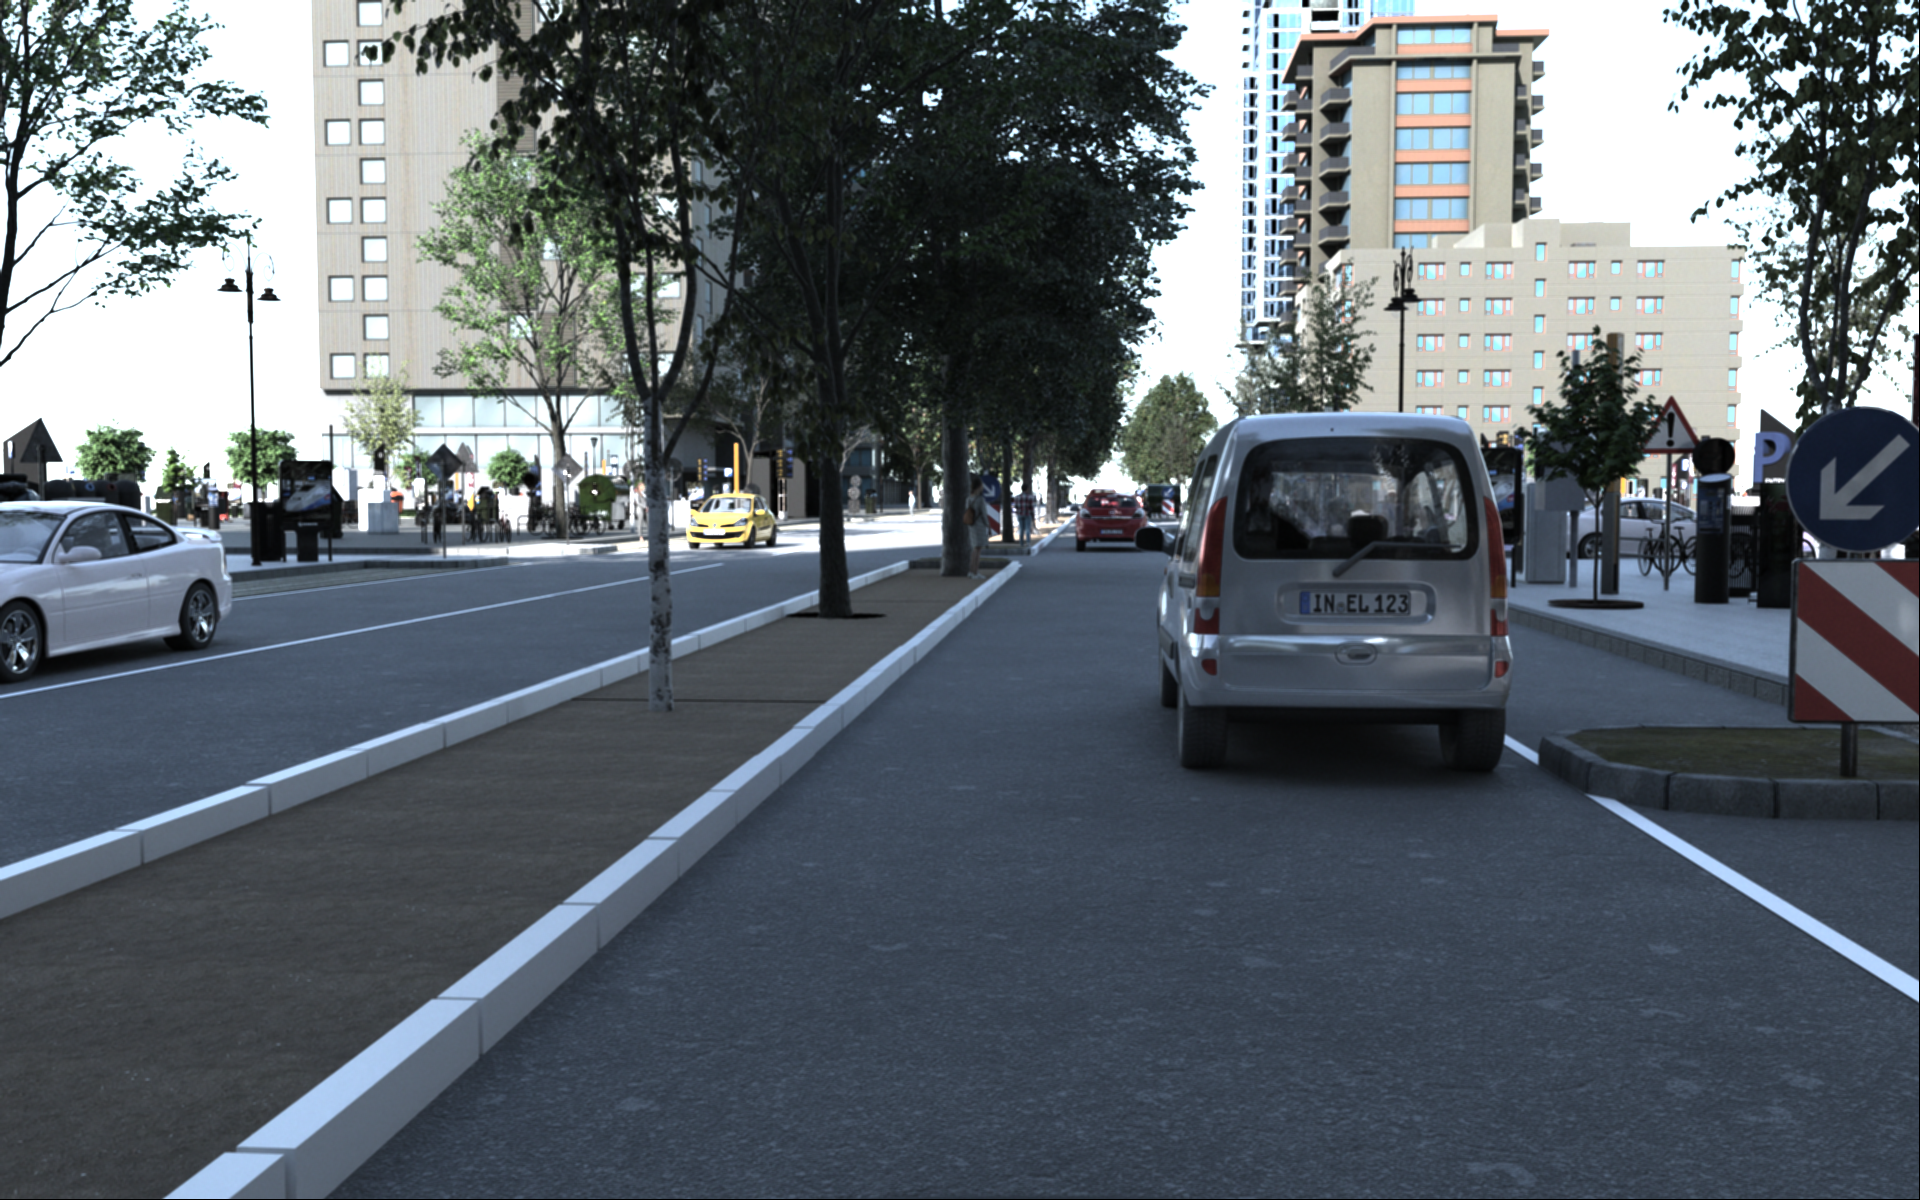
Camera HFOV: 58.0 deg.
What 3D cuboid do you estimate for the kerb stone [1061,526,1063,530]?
[{"bbox_3d":[3.693,-2.603,64.754,0.120,0.150,1.000,0,4,5],"label":"kerb stone"}]

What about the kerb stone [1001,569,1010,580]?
[{"bbox_3d":[0.693,-0.379,28.462,0.120,0.150,1.000,0,4,5],"label":"kerb stone"}]

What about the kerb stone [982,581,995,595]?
[{"bbox_3d":[0.360,-0.133,24.373,0.120,0.150,1.000,0,4,5],"label":"kerb stone"}]

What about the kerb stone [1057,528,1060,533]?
[{"bbox_3d":[3.347,-2.353,60.666,0.120,0.150,1.000,0,4,5],"label":"kerb stone"}]

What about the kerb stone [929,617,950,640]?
[{"bbox_3d":[-0.230,0.307,17.183,0.120,0.150,1.000,0,4,5],"label":"kerb stone"}]

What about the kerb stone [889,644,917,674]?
[{"bbox_3d":[-0.487,0.495,14.121,0.120,0.150,1.000,0,4,5],"label":"kerb stone"}]

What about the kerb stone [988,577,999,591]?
[{"bbox_3d":[0.448,-0.195,25.391,0.120,0.150,1.000,0,4,5],"label":"kerb stone"}]

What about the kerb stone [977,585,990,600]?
[{"bbox_3d":[0.275,-0.070,23.344,0.120,0.150,1.000,0,4,5],"label":"kerb stone"}]

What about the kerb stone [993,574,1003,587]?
[{"bbox_3d":[0.524,-0.254,26.411,0.120,0.150,1.000,0,4,5],"label":"kerb stone"}]

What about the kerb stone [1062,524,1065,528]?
[{"bbox_3d":[3.927,-2.791,67.824,0.120,0.150,1.000,0,4,5],"label":"kerb stone"}]

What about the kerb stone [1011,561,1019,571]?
[{"bbox_3d":[0.953,-0.571,31.524,0.120,0.150,1.000,0,4,5],"label":"kerb stone"}]

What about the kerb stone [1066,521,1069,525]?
[{"bbox_3d":[4.526,-3.226,74.979,0.120,0.150,1.000,0,4,5],"label":"kerb stone"}]

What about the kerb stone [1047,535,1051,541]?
[{"bbox_3d":[2.507,-1.729,50.467,0.120,0.150,1.000,0,4,5],"label":"kerb stone"}]

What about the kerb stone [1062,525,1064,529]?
[{"bbox_3d":[3.851,-2.727,66.792,0.120,0.150,1.000,0,4,5],"label":"kerb stone"}]

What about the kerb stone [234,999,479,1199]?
[{"bbox_3d":[-1.322,1.119,3.900,0.120,0.150,1.000,0,4,5],"label":"kerb stone"}]

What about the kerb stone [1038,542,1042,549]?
[{"bbox_3d":[1.921,-1.292,43.314,0.120,0.150,1.000,0,4,5],"label":"kerb stone"}]

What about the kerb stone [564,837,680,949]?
[{"bbox_3d":[-1.151,0.997,5.950,0.120,0.150,1.000,0,4,5],"label":"kerb stone"}]

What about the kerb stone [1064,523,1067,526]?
[{"bbox_3d":[4.188,-2.976,70.879,0.120,0.150,1.000,0,4,5],"label":"kerb stone"}]

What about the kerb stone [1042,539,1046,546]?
[{"bbox_3d":[2.169,-1.479,46.379,0.120,0.150,1.000,0,4,5],"label":"kerb stone"}]

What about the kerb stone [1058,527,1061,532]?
[{"bbox_3d":[3.424,-2.413,61.698,0.120,0.150,1.000,0,4,5],"label":"kerb stone"}]

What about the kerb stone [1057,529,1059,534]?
[{"bbox_3d":[3.266,-2.290,59.647,0.120,0.150,1.000,0,4,5],"label":"kerb stone"}]

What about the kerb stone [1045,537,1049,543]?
[{"bbox_3d":[2.345,-1.604,48.426,0.120,0.150,1.000,0,4,5],"label":"kerb stone"}]

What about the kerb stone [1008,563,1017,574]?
[{"bbox_3d":[0.869,-0.508,30.505,0.120,0.150,1.000,0,4,5],"label":"kerb stone"}]

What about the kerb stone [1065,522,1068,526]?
[{"bbox_3d":[4.354,-3.103,72.934,0.120,0.150,1.000,0,4,5],"label":"kerb stone"}]

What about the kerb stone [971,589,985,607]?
[{"bbox_3d":[0.198,-0.007,22.310,0.120,0.150,1.000,0,4,5],"label":"kerb stone"}]

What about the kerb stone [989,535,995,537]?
[{"bbox_3d":[1.168,-2.295,59.808,0.120,0.150,1.000,0,4,5],"label":"kerb stone"}]

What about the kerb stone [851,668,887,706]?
[{"bbox_3d":[-0.649,0.619,12.083,0.120,0.150,1.000,0,4,5],"label":"kerb stone"}]

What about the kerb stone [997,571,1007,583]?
[{"bbox_3d":[0.611,-0.321,27.436,0.120,0.150,1.000,0,4,5],"label":"kerb stone"}]

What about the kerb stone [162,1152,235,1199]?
[{"bbox_3d":[-1.413,1.182,2.876,0.120,0.150,1.000,0,4,5],"label":"kerb stone"}]

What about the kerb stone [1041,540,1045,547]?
[{"bbox_3d":[2.083,-1.416,45.351,0.120,0.150,1.000,0,4,5],"label":"kerb stone"}]

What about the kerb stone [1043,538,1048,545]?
[{"bbox_3d":[2.255,-1.541,47.398,0.120,0.150,1.000,0,4,5],"label":"kerb stone"}]

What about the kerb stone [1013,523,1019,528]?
[{"bbox_3d":[2.510,-3.291,76.158,0.120,0.150,1.000,0,4,5],"label":"kerb stone"}]

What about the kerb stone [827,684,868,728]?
[{"bbox_3d":[-0.732,0.681,11.064,0.120,0.150,1.000,0,4,5],"label":"kerb stone"}]

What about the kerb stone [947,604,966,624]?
[{"bbox_3d":[-0.066,0.181,19.236,0.120,0.150,1.000,0,4,5],"label":"kerb stone"}]

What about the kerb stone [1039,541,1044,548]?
[{"bbox_3d":[2.001,-1.353,44.333,0.120,0.150,1.000,0,4,5],"label":"kerb stone"}]

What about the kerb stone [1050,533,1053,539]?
[{"bbox_3d":[2.679,-1.854,52.511,0.120,0.150,1.000,0,4,5],"label":"kerb stone"}]

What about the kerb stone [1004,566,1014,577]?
[{"bbox_3d":[0.784,-0.445,29.486,0.120,0.150,1.000,0,4,5],"label":"kerb stone"}]

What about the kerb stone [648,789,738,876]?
[{"bbox_3d":[-1.068,0.931,6.976,0.120,0.150,1.000,0,4,5],"label":"kerb stone"}]

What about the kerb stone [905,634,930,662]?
[{"bbox_3d":[-0.392,0.434,15.144,0.120,0.150,1.000,0,4,5],"label":"kerb stone"}]

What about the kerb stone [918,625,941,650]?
[{"bbox_3d":[-0.312,0.371,16.164,0.120,0.150,1.000,0,4,5],"label":"kerb stone"}]

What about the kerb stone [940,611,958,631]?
[{"bbox_3d":[-0.151,0.249,18.210,0.120,0.150,1.000,0,4,5],"label":"kerb stone"}]

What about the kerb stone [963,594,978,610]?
[{"bbox_3d":[0.100,0.056,21.277,0.120,0.150,1.000,0,4,5],"label":"kerb stone"}]

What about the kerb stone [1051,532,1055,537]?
[{"bbox_3d":[2.843,-1.974,54.550,0.120,0.150,1.000,0,4,5],"label":"kerb stone"}]

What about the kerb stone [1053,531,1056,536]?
[{"bbox_3d":[2.919,-2.041,55.569,0.120,0.150,1.000,0,4,5],"label":"kerb stone"}]

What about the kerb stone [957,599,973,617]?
[{"bbox_3d":[0.027,0.119,20.254,0.120,0.150,1.000,0,4,5],"label":"kerb stone"}]

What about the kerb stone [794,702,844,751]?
[{"bbox_3d":[-0.820,0.743,10.045,0.120,0.150,1.000,0,4,5],"label":"kerb stone"}]

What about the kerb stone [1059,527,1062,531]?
[{"bbox_3d":[3.517,-2.478,62.718,0.120,0.150,1.000,0,4,5],"label":"kerb stone"}]

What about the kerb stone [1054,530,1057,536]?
[{"bbox_3d":[3.006,-2.104,56.593,0.120,0.150,1.000,0,4,5],"label":"kerb stone"}]

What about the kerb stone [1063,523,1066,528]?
[{"bbox_3d":[4.101,-2.915,69.861,0.120,0.150,1.000,0,4,5],"label":"kerb stone"}]

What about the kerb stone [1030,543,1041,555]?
[{"bbox_3d":[1.834,-1.229,42.296,0.120,0.150,1.000,0,4,5],"label":"kerb stone"}]

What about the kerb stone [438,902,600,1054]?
[{"bbox_3d":[-1.237,1.060,4.926,0.120,0.150,1.000,0,4,5],"label":"kerb stone"}]

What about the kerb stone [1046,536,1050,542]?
[{"bbox_3d":[2.427,-1.667,49.449,0.120,0.150,1.000,0,4,5],"label":"kerb stone"}]

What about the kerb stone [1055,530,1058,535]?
[{"bbox_3d":[3.090,-2.166,57.611,0.120,0.150,1.000,0,4,5],"label":"kerb stone"}]

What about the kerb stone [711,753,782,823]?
[{"bbox_3d":[-0.985,0.868,8.003,0.120,0.150,1.000,0,4,5],"label":"kerb stone"}]

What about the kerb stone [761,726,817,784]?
[{"bbox_3d":[-0.898,0.810,9.022,0.120,0.150,1.000,0,4,5],"label":"kerb stone"}]

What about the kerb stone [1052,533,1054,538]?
[{"bbox_3d":[2.758,-1.917,53.531,0.120,0.150,1.000,0,4,5],"label":"kerb stone"}]

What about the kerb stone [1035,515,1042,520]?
[{"bbox_3d":[4.617,-4.858,101.706,0.120,0.150,1.000,0,4,5],"label":"kerb stone"}]

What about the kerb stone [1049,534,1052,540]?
[{"bbox_3d":[2.595,-1.791,51.487,0.120,0.150,1.000,0,4,5],"label":"kerb stone"}]

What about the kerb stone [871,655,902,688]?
[{"bbox_3d":[-0.572,0.556,13.102,0.120,0.150,1.000,0,4,5],"label":"kerb stone"}]
